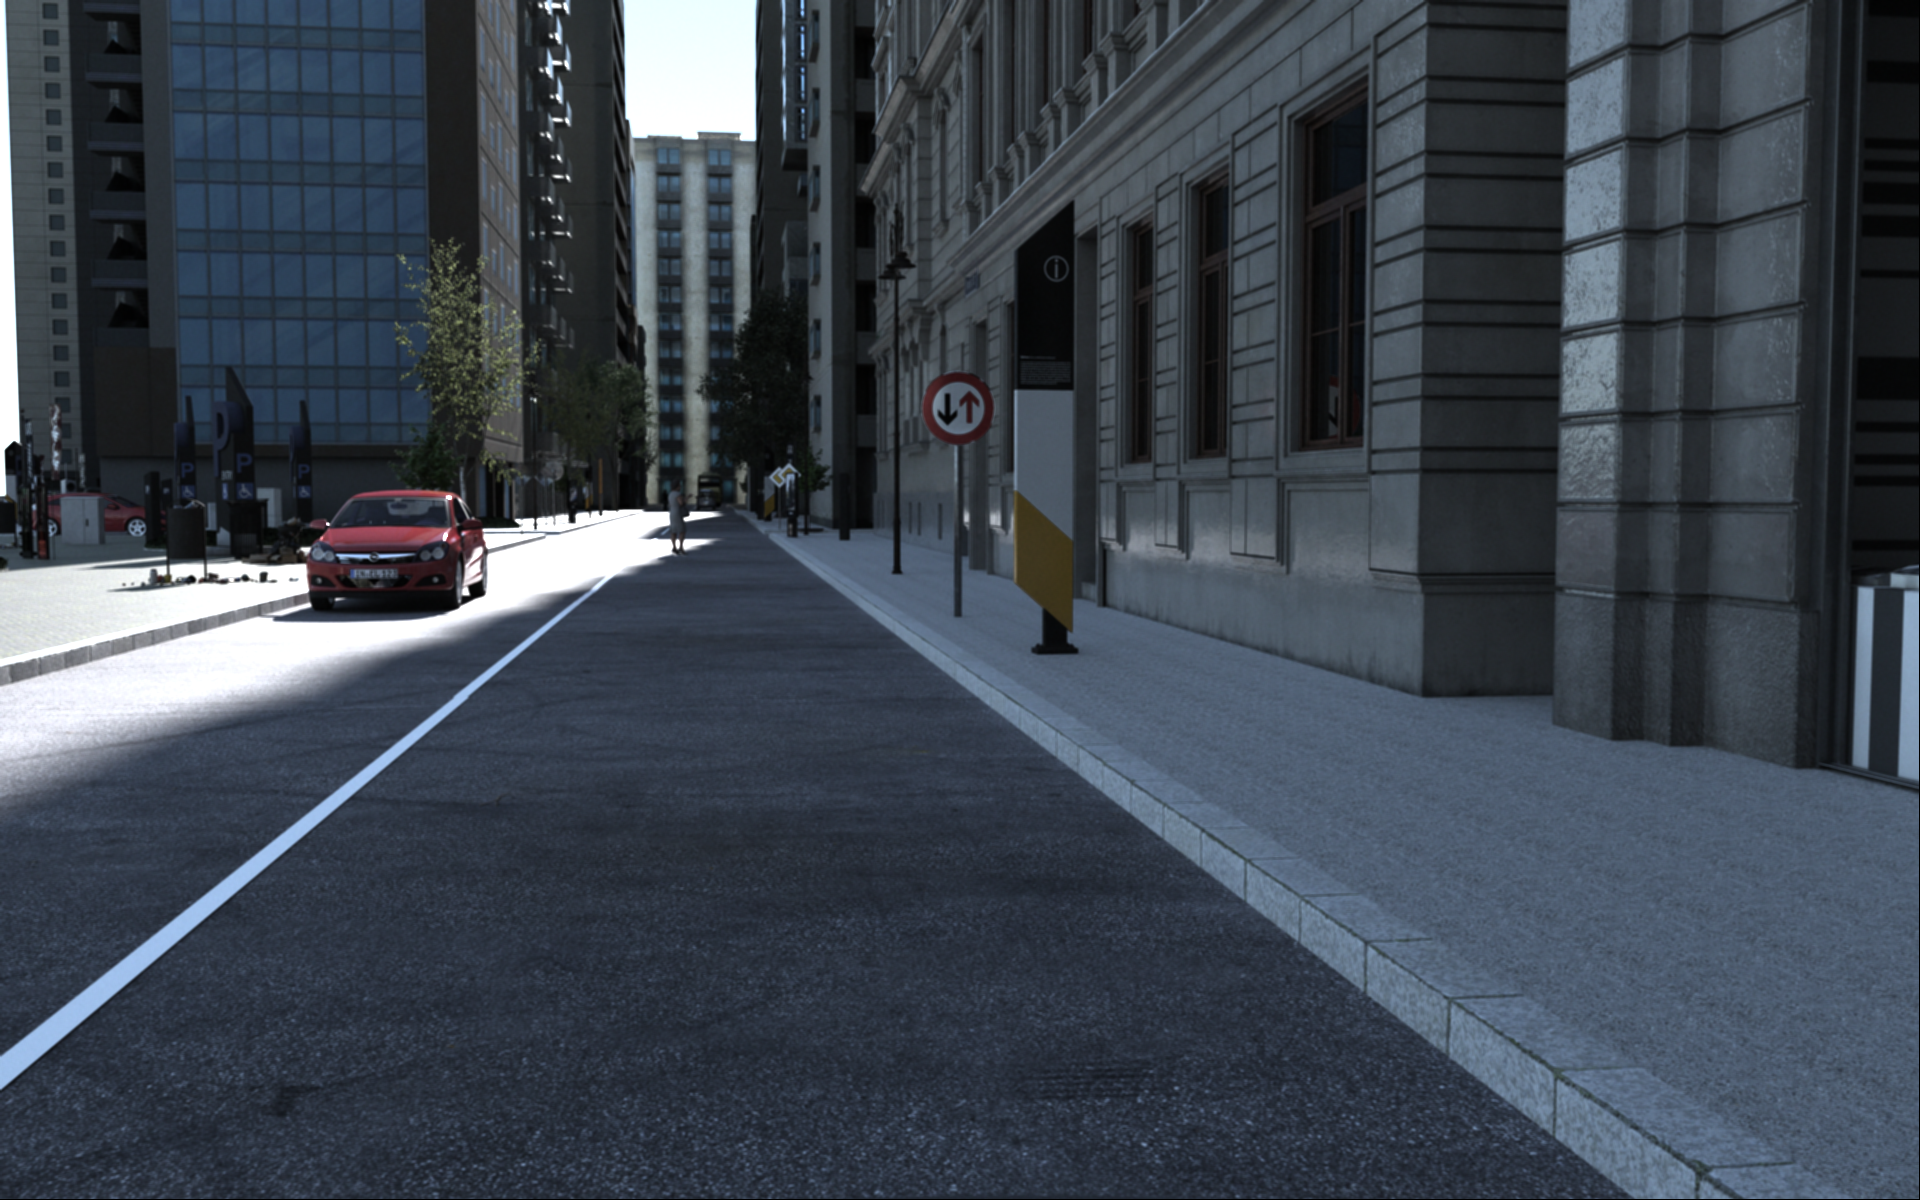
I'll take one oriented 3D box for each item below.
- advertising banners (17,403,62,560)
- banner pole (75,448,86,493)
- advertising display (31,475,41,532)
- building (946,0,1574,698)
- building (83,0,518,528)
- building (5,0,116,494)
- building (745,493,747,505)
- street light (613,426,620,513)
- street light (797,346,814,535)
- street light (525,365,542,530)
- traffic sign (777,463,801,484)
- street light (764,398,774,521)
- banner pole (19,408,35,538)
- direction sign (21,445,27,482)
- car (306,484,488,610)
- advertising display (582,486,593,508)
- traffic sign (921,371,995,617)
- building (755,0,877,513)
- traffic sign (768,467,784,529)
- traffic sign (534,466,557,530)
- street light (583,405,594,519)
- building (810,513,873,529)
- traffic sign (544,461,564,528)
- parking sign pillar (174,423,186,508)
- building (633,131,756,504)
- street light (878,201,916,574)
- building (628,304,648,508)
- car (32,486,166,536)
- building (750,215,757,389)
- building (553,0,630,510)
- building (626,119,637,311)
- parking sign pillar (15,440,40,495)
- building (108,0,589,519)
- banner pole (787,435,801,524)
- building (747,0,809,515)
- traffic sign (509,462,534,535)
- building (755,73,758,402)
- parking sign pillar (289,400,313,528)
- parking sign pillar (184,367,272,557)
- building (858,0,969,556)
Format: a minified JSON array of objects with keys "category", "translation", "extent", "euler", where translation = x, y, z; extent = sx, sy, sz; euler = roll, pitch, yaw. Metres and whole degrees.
[{"category":"advertising banners","translation":[-18.047,-2.313,33.999],"extent":[2.074,3.025,0.090],"euler":[3,5,41]},{"category":"banner pole","translation":[-47.862,-6.374,94.230],"extent":[0.863,3.779,0.401],"euler":[1,4,22]},{"category":"advertising display","translation":[-31.540,-3.299,59.150],"extent":[0.123,1.923,0.974],"euler":[-3,4,-38]},{"category":"building","translation":[6.432,-11.278,20.549],"extent":[11.583,22.565,21.152],"euler":[-1,4,-8]},{"category":"building","translation":[-26.098,-25.753,71.181],"extent":[14.600,45.320,14.200],"euler":[-1,4,-8]},{"category":"building","translation":[-89.866,-46.051,191.183],"extent":[20.611,71.187,20.563],"euler":[-1,4,-8]},{"category":"building","translation":[-8.775,-31.176,201.603],"extent":[32.217,40.220,23.993],"euler":[-1,4,-8]},{"category":"street light","translation":[-23.234,-8.840,117.319],"extent":[0.468,5.910,1.993],"euler":[-1,4,-8]},{"category":"street light","translation":[-4.827,-4.977,54.160],"extent":[0.468,5.910,1.993],"euler":[-1,4,-8]},{"category":"street light","translation":[-15.306,-5.473,62.275],"extent":[0.468,5.910,1.993],"euler":[-1,4,-8]},{"category":"traffic sign","translation":[-5.430,-3.145,55.057],"extent":[0.795,2.450,0.064],"euler":[-1,4,-8]},{"category":"street light","translation":[-9.177,-6.782,83.681],"extent":[0.468,5.910,1.993],"euler":[-1,4,-8]},{"category":"banner pole","translation":[-27.216,-3.703,50.557],"extent":[0.863,3.779,0.401],"euler":[3,4,39]},{"category":"direction sign","translation":[-43.358,-5.414,80.515],"extent":[0.379,3.537,0.876],"euler":[0,3,0]},{"category":"car","translation":[-7.337,-0.843,22.822],"extent":[2.155,1.783,4.494],"euler":[-1,4,-9]},{"category":"advertising display","translation":[-28.657,-7.837,133.341],"extent":[0.974,1.923,0.123],"euler":[2,4,32]},{"category":"traffic sign","translation":[-0.020,-1.097,18.041],"extent":[0.768,2.556,0.104],"euler":[0,4,-5]},{"category":"building","translation":[-6.557,-32.158,149.488],"extent":[21.300,48.544,21.600],"euler":[-1,4,-8]},{"category":"traffic sign","translation":[-6.564,-3.628,62.961],"extent":[0.795,2.450,0.064],"euler":[-1,4,-8]},{"category":"traffic sign","translation":[-14.777,-3.558,61.808],"extent":[0.795,2.450,0.064],"euler":[-1,4,-8]},{"category":"street light","translation":[-19.289,-7.179,90.158],"extent":[0.468,5.910,1.993],"euler":[-1,4,-8]},{"category":"building","translation":[4.257,-27.508,73.452],"extent":[21.600,48.544,21.300],"euler":[-1,4,-8]},{"category":"traffic sign","translation":[-15.492,-4.034,66.060],"extent":[0.768,2.556,0.104],"euler":[0,4,-5]},{"category":"parking sign pillar","translation":[-20.988,-3.578,46.971],"extent":[1.447,3.967,1.447],"euler":[-2,4,-27]},{"category":"building","translation":[-32.103,-37.431,231.610],"extent":[30.456,49.044,23.786],"euler":[-1,4,-8]},{"category":"street light","translation":[-1.012,-3.358,27.690],"extent":[0.468,5.910,1.993],"euler":[-1,4,-8]},{"category":"building","translation":[-45.368,-19.884,170.146],"extent":[27.650,21.520,28.899],"euler":[-1,4,-8]},{"category":"car","translation":[-27.940,-2.907,56.574],"extent":[4.494,1.783,2.155],"euler":[0,4,-6]},{"category":"building","translation":[-14.927,-25.083,181.813],"extent":[14.160,30.474,14.107],"euler":[-1,4,-8]},{"category":"building","translation":[-39.098,-31.856,144.555],"extent":[21.300,48.544,21.600],"euler":[-1,4,-8]},{"category":"building","translation":[-45.212,-33.751,201.934],"extent":[14.200,45.320,14.600],"euler":[-1,4,-8]},{"category":"parking sign pillar","translation":[-46.780,-6.014,86.794],"extent":[1.447,3.967,1.447],"euler":[0,4,7]},{"category":"building","translation":[-34.523,-29.409,100.443],"extent":[23.786,49.044,30.456],"euler":[-1,4,-8]},{"category":"banner pole","translation":[-7.170,-5.143,74.097],"extent":[0.401,3.779,0.863],"euler":[-3,5,-41]},{"category":"building","translation":[-3.386,-49.309,118.879],"extent":[22.319,86.520,31.000],"euler":[-1,4,-8]},{"category":"traffic sign","translation":[-13.643,-3.074,53.903],"extent":[0.795,2.450,0.064],"euler":[-1,4,-8]},{"category":"building","translation":[-12.575,-29.556,166.842],"extent":[14.154,41.232,14.086],"euler":[-1,4,-8]},{"category":"parking sign pillar","translation":[-18.739,-3.719,49.276],"extent":[1.447,3.967,1.447],"euler":[-2,4,-26]},{"category":"parking sign pillar","translation":[-15.156,-2.917,36.168],"extent":[1.447,3.967,1.447],"euler":[-3,5,-40]},{"category":"building","translation":[5.019,-15.644,43.174],"extent":[14.401,28.519,23.554],"euler":[-1,4,-8]}]
